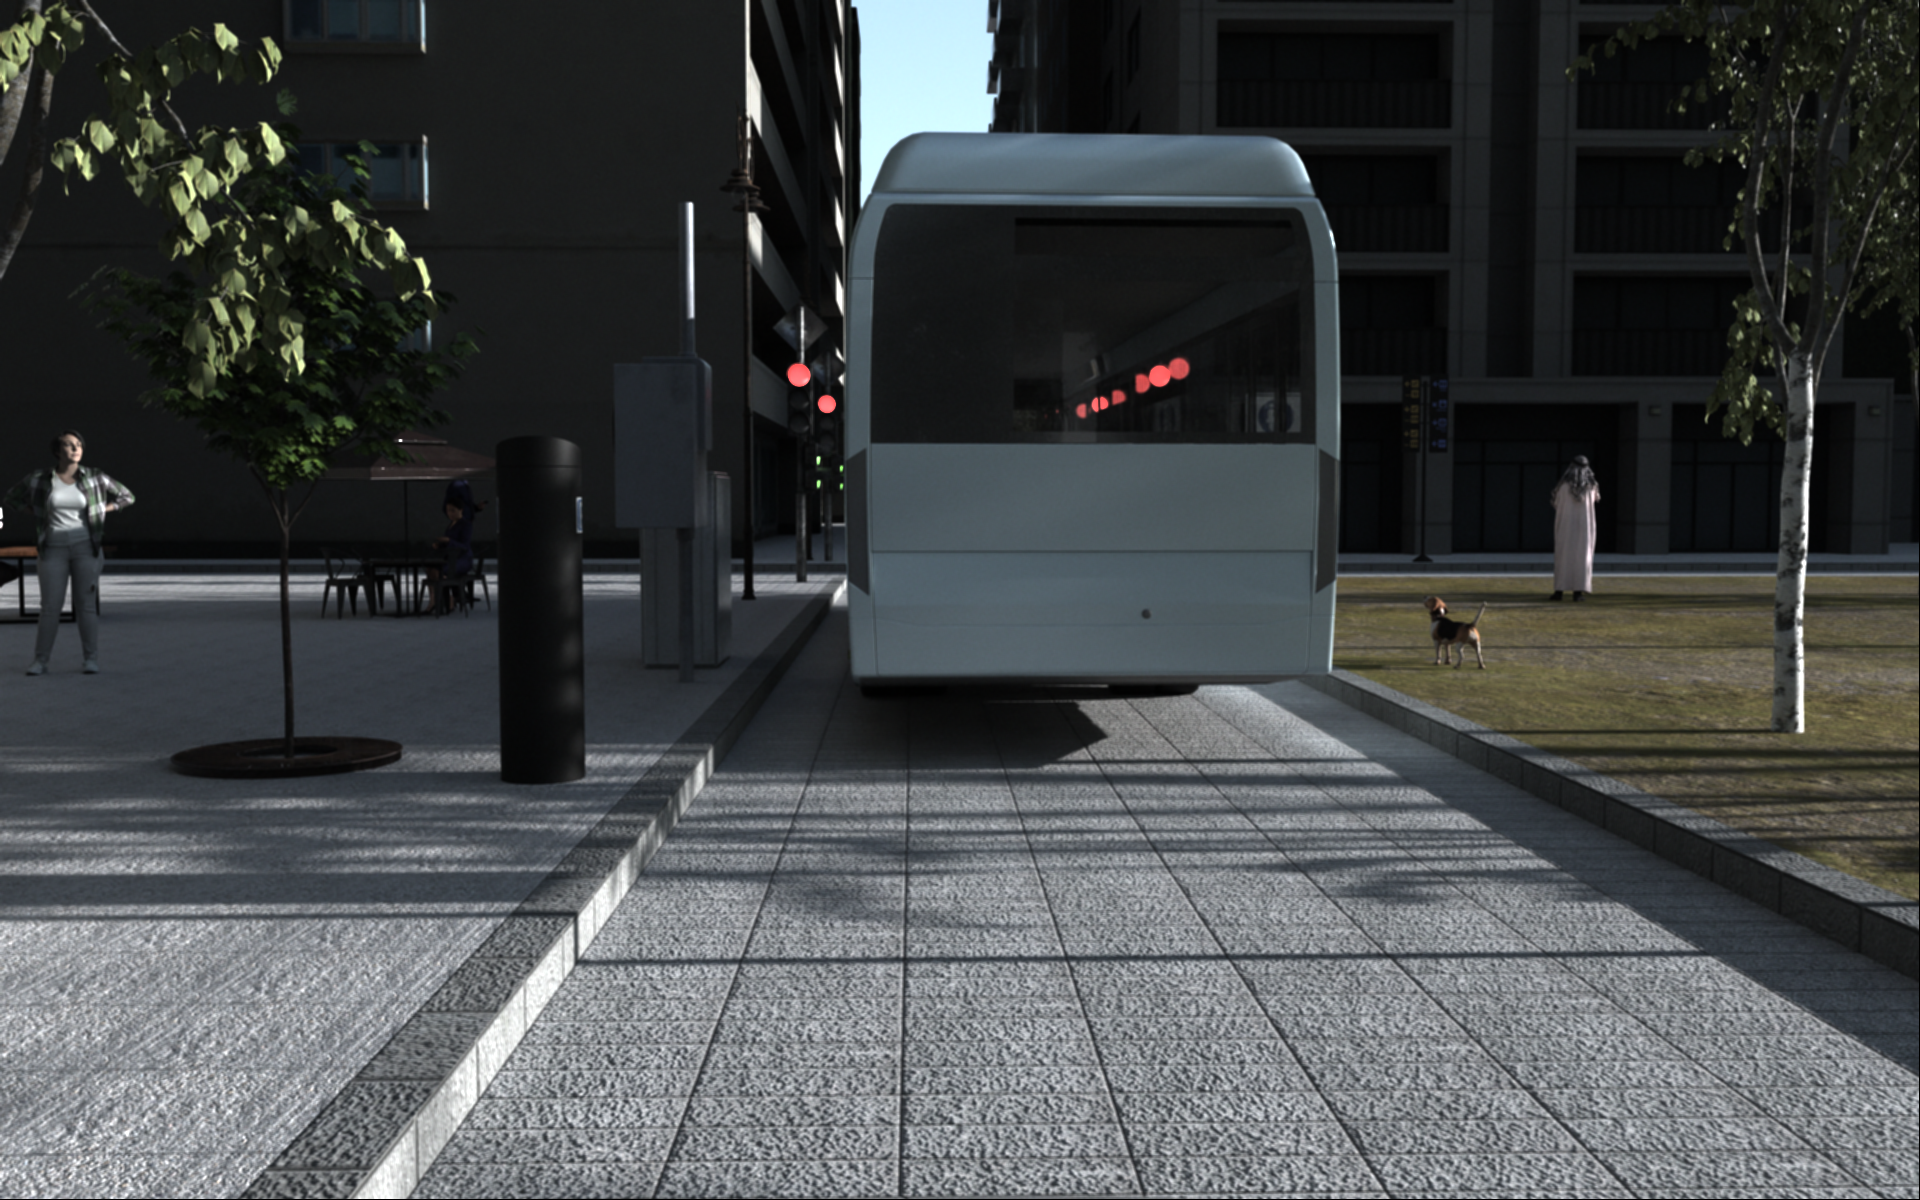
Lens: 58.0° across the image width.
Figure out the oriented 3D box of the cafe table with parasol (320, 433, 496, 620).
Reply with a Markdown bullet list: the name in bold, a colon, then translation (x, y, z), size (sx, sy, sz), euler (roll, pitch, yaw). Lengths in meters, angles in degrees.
- **cafe table with parasol**: translation (-5.839, -0.819, 18.260), size (2.610, 1.966, 2.610), euler (0, 4, 7)

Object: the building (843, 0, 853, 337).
- **building**: translation (-12.406, -24.413, 82.743), size (14.154, 41.232, 14.086), euler (0, 4, -2)

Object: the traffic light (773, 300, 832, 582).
- **traffic light**: translation (-2.289, -2.213, 25.105), size (0.839, 4.253, 0.868), euler (0, 4, -2)

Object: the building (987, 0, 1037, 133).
- **building**: translation (12.845, -28.942, 92.810), size (23.786, 49.044, 30.456), euler (0, 4, -2)

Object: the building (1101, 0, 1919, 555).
- **building**: translation (14.893, -37.087, 44.623), size (20.611, 71.187, 20.563), euler (0, 4, -2)

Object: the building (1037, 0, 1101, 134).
- **building**: translation (10.145, -25.175, 61.722), size (14.600, 45.320, 14.200), euler (0, 4, -2)

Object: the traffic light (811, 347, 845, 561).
- **traffic light**: translation (-2.503, -2.701, 33.087), size (0.839, 4.253, 0.868), euler (0, 4, -2)

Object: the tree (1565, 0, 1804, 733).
- **tree**: translation (4.712, -3.595, 9.144), size (4.737, 8.622, 4.395), euler (0, 3, 0)

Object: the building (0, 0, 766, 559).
- **building**: translation (-15.100, -25.649, 43.064), size (21.300, 48.544, 21.600), euler (0, 4, -2)

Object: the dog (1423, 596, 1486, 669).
- **dog**: translation (3.666, 0.243, 12.859), size (0.540, 0.507, 0.406), euler (2, 4, 29)

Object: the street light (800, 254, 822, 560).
- **street light**: translation (-2.939, -3.713, 33.503), size (0.468, 5.910, 1.993), euler (0, 4, -2)

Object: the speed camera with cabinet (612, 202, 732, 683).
- **speed camera with cabinet**: translation (-2.063, -1.114, 12.548), size (0.660, 3.252, 2.038), euler (0, 4, -1)

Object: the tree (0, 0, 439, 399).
- **tree**: translation (-2.937, -3.316, 4.583), size (4.737, 8.622, 4.395), euler (0, 3, 0)

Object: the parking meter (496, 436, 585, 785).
- **parking meter**: translation (-1.883, 0.038, 7.782), size (0.372, 1.533, 0.369), euler (0, 3, 0)

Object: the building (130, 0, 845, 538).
- **building**: translation (-15.446, -26.968, 64.622), size (21.300, 48.544, 21.600), euler (0, 4, -2)

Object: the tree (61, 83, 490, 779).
- **tree**: translation (-3.080, -0.834, 8.230), size (1.663, 3.219, 1.824), euler (0, 3, 0)

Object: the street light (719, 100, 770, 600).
- **street light**: translation (-2.571, -2.943, 20.899), size (0.468, 5.910, 1.993), euler (0, 4, -2)

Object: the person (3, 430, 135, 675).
- **person**: translation (-6.379, -0.345, 12.409), size (0.841, 1.734, 0.376), euler (-1, 4, -21)

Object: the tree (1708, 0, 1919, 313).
- **tree**: translation (8.671, -3.911, 14.315), size (4.360, 8.622, 3.978), euler (0, 3, 0)

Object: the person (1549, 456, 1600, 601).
- **person**: translation (7.388, -0.860, 20.776), size (0.551, 1.740, 0.621), euler (0, 4, -1)

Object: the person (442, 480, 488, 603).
- **person**: translation (-5.823, -0.839, 20.468), size (0.504, 1.737, 0.576), euler (-1, 4, -10)

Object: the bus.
- **bus**: translation (0.304, -1.261, 15.483), size (2.948, 3.499, 13.247), euler (0, 4, -3)

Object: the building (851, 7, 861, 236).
- **building**: translation (-12.804, -19.949, 97.867), size (14.160, 30.474, 14.107), euler (0, 4, -2)

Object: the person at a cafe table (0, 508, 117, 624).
- **person at a cafe table**: translation (-9.623, -0.554, 17.570), size (1.622, 1.524, 1.698), euler (-1, 4, -15)

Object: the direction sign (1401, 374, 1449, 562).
- **direction sign**: translation (8.753, -2.487, 32.658), size (0.876, 3.537, 0.379), euler (0, 4, -4)
